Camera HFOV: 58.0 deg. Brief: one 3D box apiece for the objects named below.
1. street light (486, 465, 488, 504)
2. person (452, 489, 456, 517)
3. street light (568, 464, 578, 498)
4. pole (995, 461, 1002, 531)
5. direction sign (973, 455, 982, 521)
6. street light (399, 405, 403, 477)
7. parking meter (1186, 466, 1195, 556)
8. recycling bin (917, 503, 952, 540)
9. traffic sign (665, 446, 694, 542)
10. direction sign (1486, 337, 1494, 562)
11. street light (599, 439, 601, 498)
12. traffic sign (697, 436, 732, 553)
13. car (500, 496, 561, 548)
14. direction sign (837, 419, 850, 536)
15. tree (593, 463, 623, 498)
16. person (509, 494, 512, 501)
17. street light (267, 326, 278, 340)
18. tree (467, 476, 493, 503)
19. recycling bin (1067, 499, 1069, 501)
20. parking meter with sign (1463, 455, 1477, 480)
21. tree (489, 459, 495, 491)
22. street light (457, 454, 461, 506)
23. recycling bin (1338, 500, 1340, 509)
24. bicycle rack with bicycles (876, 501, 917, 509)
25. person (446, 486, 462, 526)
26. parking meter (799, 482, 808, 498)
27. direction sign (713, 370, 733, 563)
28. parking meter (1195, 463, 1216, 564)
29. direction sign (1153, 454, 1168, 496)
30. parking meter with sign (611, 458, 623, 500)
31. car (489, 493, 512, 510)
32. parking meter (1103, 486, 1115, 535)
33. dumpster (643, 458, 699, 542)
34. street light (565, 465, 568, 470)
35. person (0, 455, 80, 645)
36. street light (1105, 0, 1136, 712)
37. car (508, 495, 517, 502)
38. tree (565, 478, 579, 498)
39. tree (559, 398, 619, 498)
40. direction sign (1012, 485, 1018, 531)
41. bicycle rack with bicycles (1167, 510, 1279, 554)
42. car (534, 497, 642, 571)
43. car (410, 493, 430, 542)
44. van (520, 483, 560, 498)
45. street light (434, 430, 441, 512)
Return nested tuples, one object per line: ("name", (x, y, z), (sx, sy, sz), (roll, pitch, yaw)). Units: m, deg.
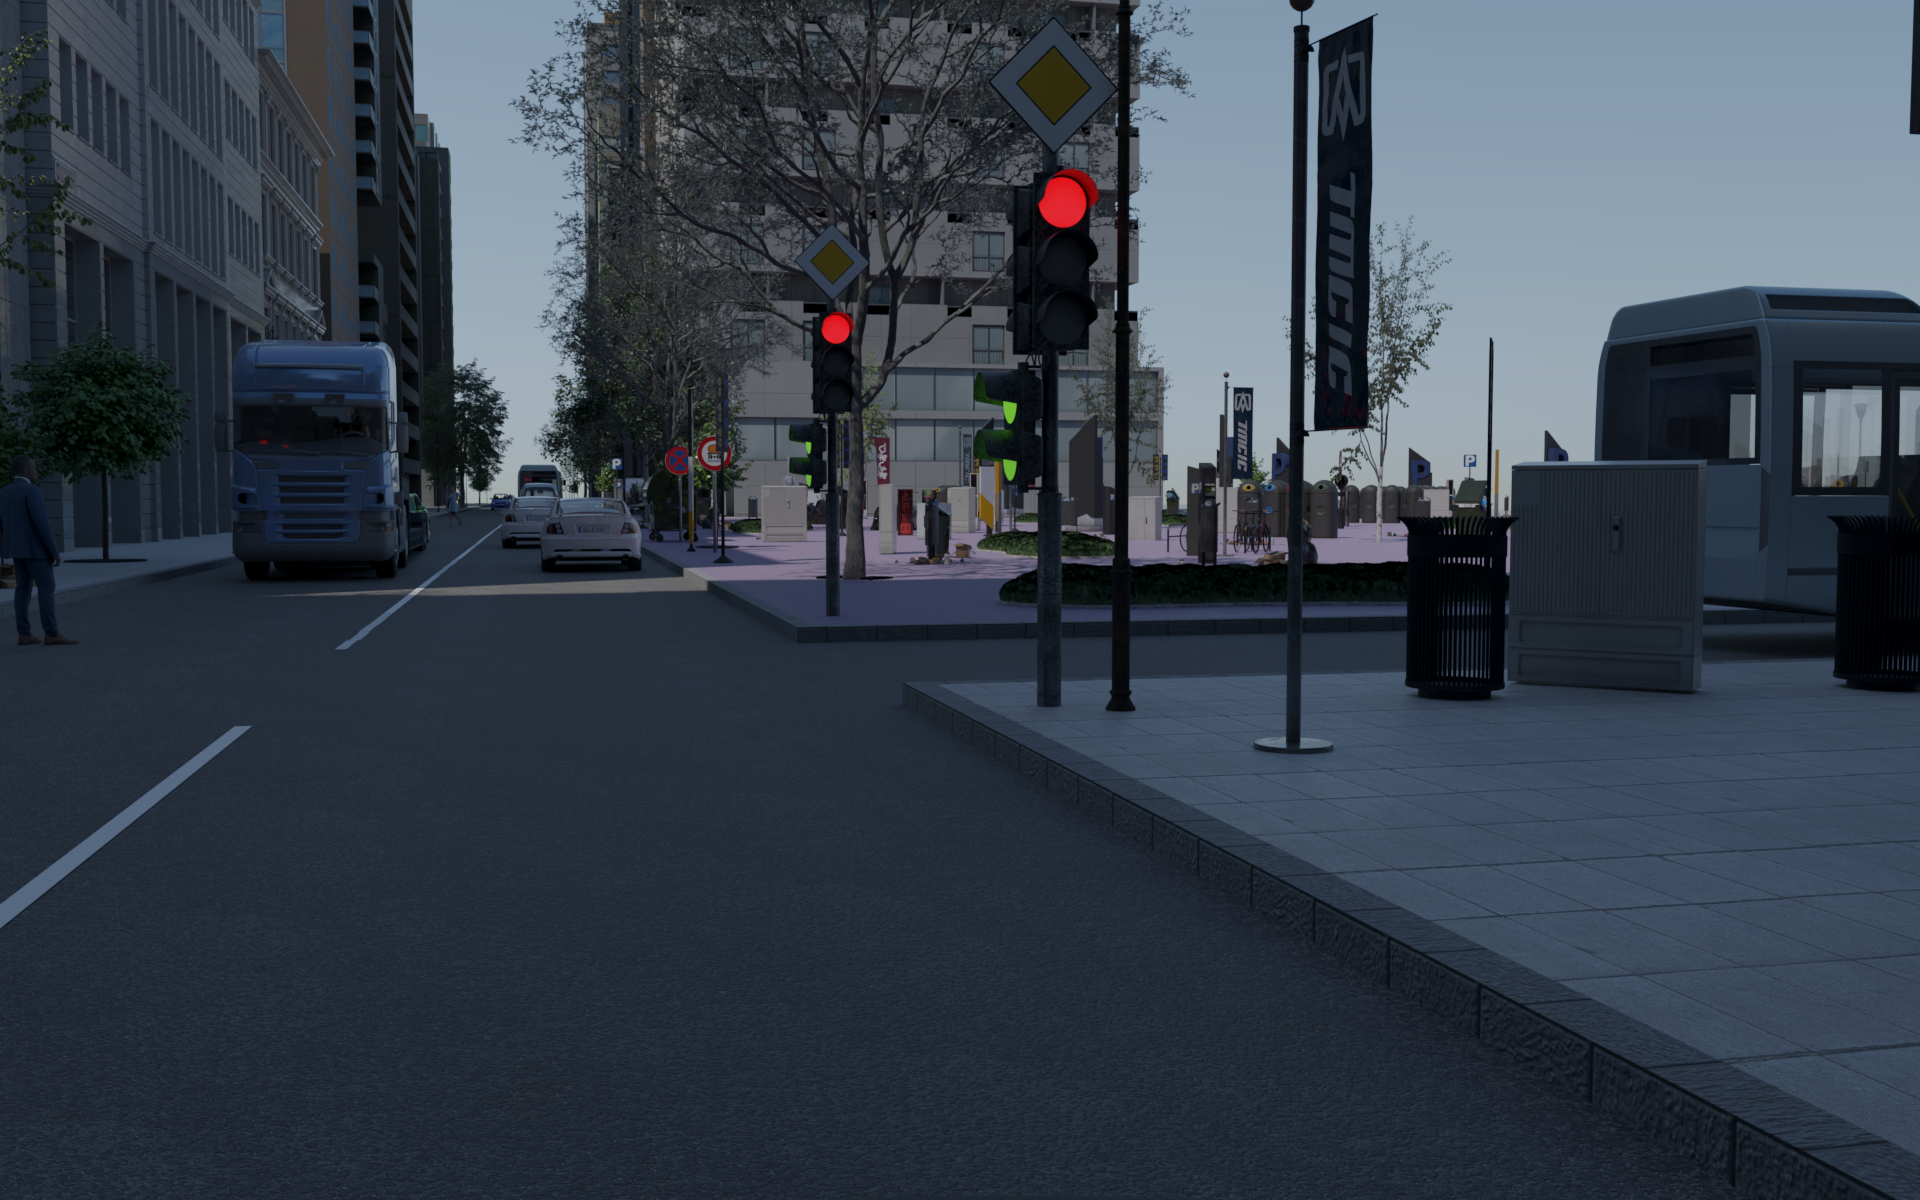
("street light", (-64.333, -16.061, 235.378), (0.468, 5.910, 1.993), (-1, 4, -14))
("person", (-31.978, -6.185, 109.256), (0.705, 1.869, 1.348), (-1, 4, -23))
("street light", (-40.751, -12.841, 182.744), (0.468, 5.910, 1.993), (-1, 4, -14))
("pole", (1.276, -3.906, 57.710), (0.158, 3.312, 0.155), (0, 3, 0))
("direction sign", (1.030, -5.546, 82.679), (0.876, 3.537, 0.379), (1, 4, 22))
("street light", (-29.168, -7.196, 90.436), (0.468, 5.910, 1.993), (-1, 4, -14))
("parking meter", (4.907, -1.842, 35.834), (0.399, 1.863, 0.255), (1, 4, 20))
("recycling bin", (-0.723, -2.209, 48.663), (0.722, 1.027, 0.722), (3, 5, 43))
("traffic sign", (-7.428, -2.805, 45.975), (0.768, 2.556, 0.104), (0, 4, -5))
("direction sign", (7.797, -2.049, 25.506), (0.379, 3.537, 0.876), (1, 4, 19))
("street light", (-21.168, -7.887, 101.746), (0.468, 5.910, 1.993), (-1, 4, -14))
("traffic sign", (-5.370, -2.312, 37.903), (0.768, 2.556, 0.104), (-1, 4, -13))
("car", (-11.535, -2.145, 47.428), (2.083, 1.381, 4.827), (-1, 4, -12))
("direction sign", (-3.595, -3.710, 52.656), (0.379, 3.537, 0.876), (3, 5, 41))
("tree", (-19.407, -6.207, 96.091), (1.663, 3.219, 1.824), (0, 3, 0))
("person", (-40.938, -8.915, 157.492), (0.421, 1.427, 0.697), (-2, 4, -34))
("street light", (-18.892, -4.586, 47.774), (0.468, 5.910, 1.993), (-1, 4, -14))
("tree", (-67.369, -15.879, 243.328), (4.285, 4.588, 4.351), (0, 3, 0))
("recycling bin", (5.390, -4.508, 86.261), (0.722, 1.027, 0.722), (-3, 4, -39))
("parking meter with sign", (22.760, -4.955, 77.268), (0.543, 3.016, 1.738), (1, 4, 18))
("tree", (-59.056, -16.056, 212.878), (4.737, 8.622, 4.395), (0, 3, 0))
("street light", (-44.711, -11.112, 154.473), (0.468, 5.910, 1.993), (-1, 4, -14))
("recycling bin", (17.016, -4.086, 79.364), (0.722, 1.027, 0.722), (-2, 4, -34))
("bicycle rack with bicycles", (-3.301, -4.765, 91.290), (2.925, 0.926, 2.852), (-3, 5, -43))
("person", (-22.542, -4.186, 77.039), (0.616, 1.811, 0.778), (2, 4, 24))
("parking meter", (-7.836, -4.950, 86.649), (0.399, 1.863, 0.255), (1, 4, 12))
("direction sign", (-4.417, -2.459, 32.200), (0.379, 3.537, 0.876), (0, 4, 6))
("parking meter", (4.572, -1.611, 32.043), (0.255, 1.863, 0.399), (0, 4, -6))
("direction sign", (11.412, -6.526, 98.701), (0.876, 3.537, 0.379), (0, 4, -6))
("parking meter with sign", (-16.721, -5.437, 85.148), (0.543, 3.016, 1.738), (0, 4, -1))
("car", (-40.550, -8.772, 153.007), (1.945, 1.707, 3.694), (-1, 4, -14))
("parking meter", (4.685, -2.820, 54.523), (0.372, 1.533, 0.369), (0, 3, 0))
("dumpster", (-7.815, -2.728, 47.104), (1.502, 2.255, 1.985), (-1, 4, -13))
("street light", (-48.393, -14.782, 214.475), (0.468, 5.910, 1.993), (-1, 4, -14))
("person", (-8.826, -0.475, 16.453), (0.721, 1.800, 0.419), (1, 4, 16))
("street light", (0.954, -2.283, 10.115), (0.468, 5.910, 1.993), (-1, 4, -14))
("car", (-60.347, -13.416, 231.711), (2.083, 1.381, 4.827), (-1, 4, -12))
("tree", (-43.149, -12.188, 193.872), (1.663, 3.219, 1.824), (0, 3, 0))
("tree", (-26.921, -10.739, 125.938), (4.360, 8.622, 3.978), (0, 3, 0))
("direction sign", (1.859, -4.082, 58.734), (0.379, 3.537, 0.876), (-2, 4, -24))
("bicycle rack with bicycles", (5.957, -1.538, 38.534), (2.852, 0.926, 2.925), (2, 4, 29))
("car", (-7.189, -1.300, 33.614), (2.083, 1.381, 4.827), (-1, 4, -13))
("car", (-16.327, -2.508, 49.802), (1.959, 1.807, 4.718), (-1, 4, -12))
("van", (-16.573, -3.754, 68.388), (2.013, 2.044, 4.112), (-1, 4, -13))
("street light", (-37.012, -9.172, 122.756), (0.468, 5.910, 1.993), (-1, 4, -14))
